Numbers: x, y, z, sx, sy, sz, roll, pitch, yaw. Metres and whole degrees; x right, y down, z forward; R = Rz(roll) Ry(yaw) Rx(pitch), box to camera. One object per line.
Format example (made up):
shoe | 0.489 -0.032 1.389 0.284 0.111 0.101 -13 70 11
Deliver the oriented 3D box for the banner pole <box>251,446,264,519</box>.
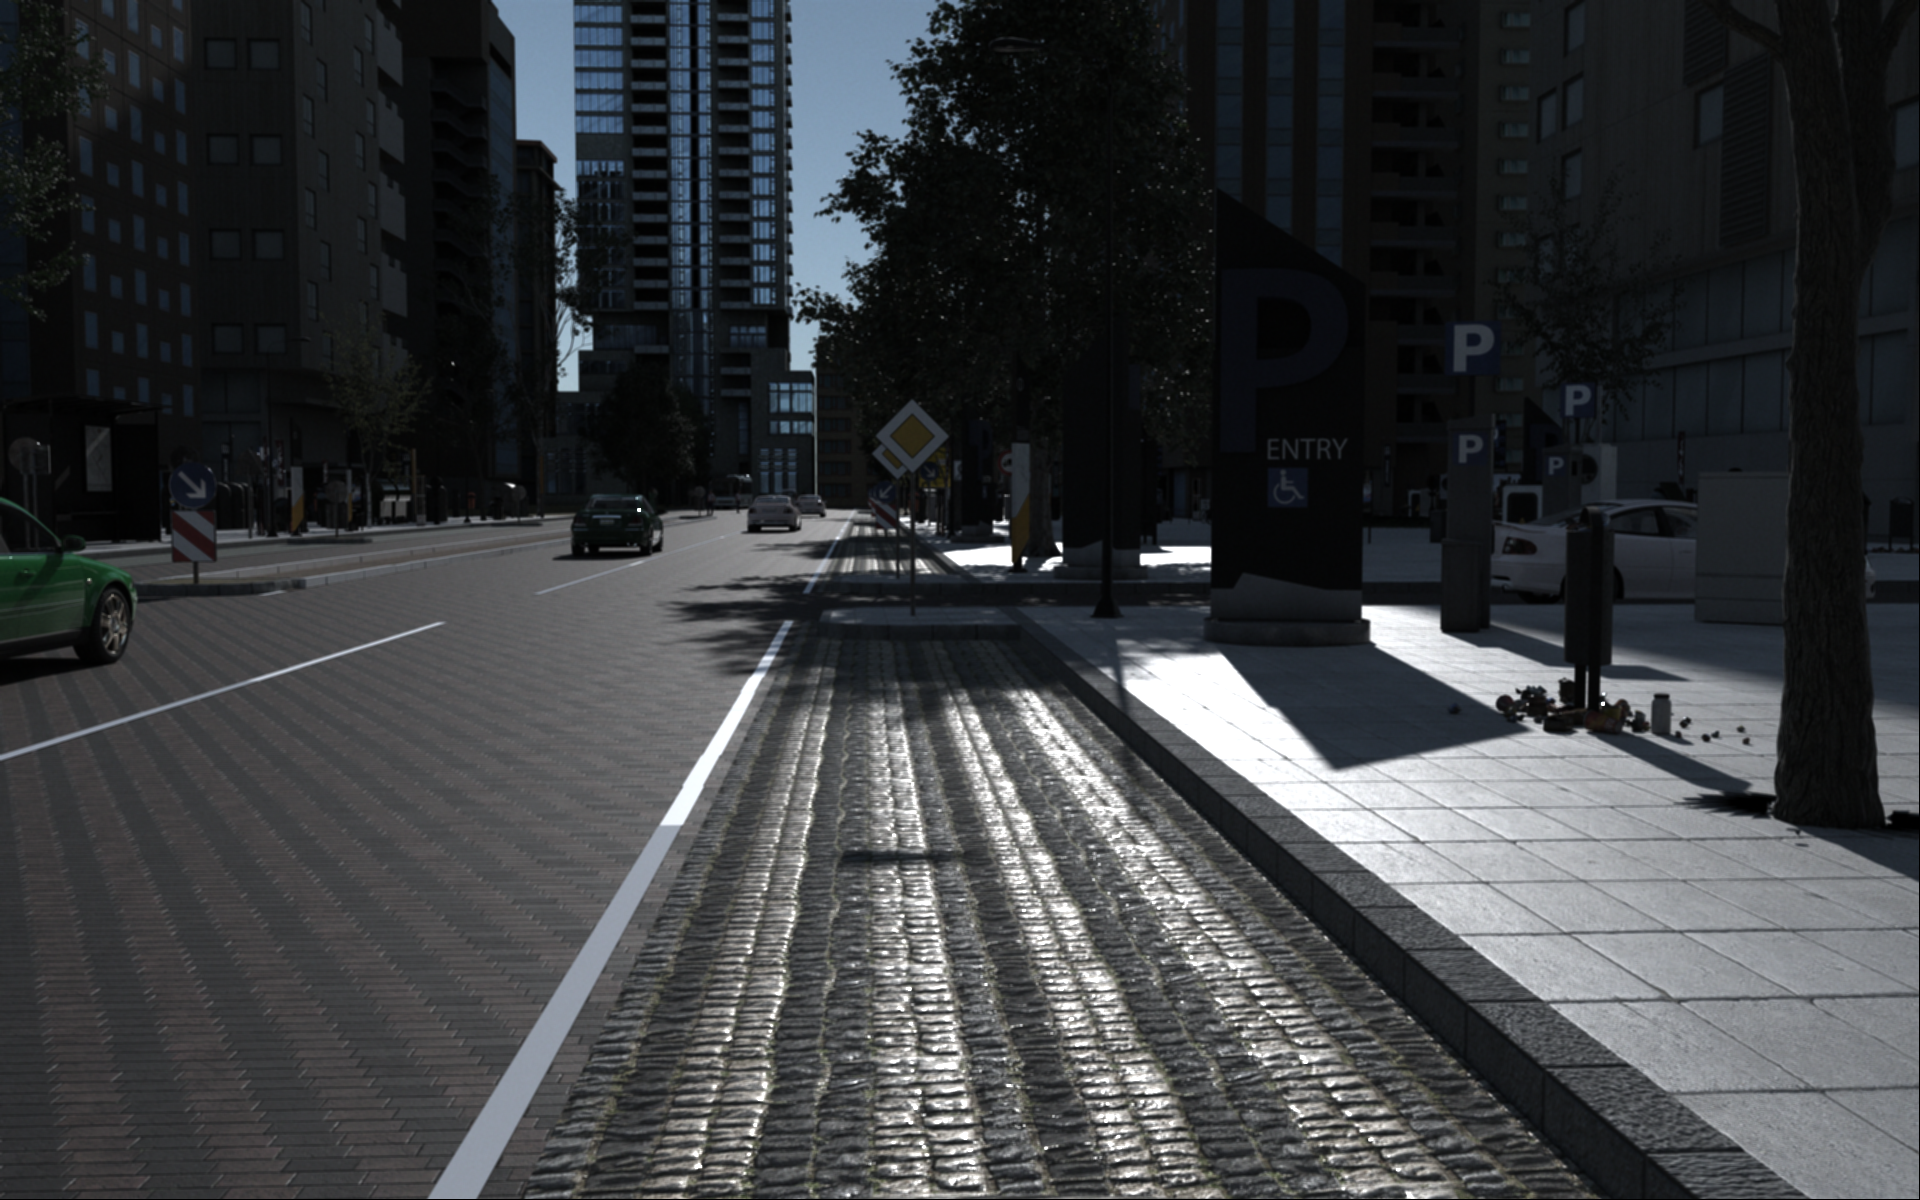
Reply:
banner pole | -36.693 -6.143 90.454 0.863 3.779 0.401 -1 4 -12

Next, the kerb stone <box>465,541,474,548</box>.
kerb stone | -13.195 -1.465 46.140 0.120 0.150 1.000 0 4 -3

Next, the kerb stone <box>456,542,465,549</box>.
kerb stone | -13.136 -1.402 45.120 0.120 0.150 1.000 0 4 -3

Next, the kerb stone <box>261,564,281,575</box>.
kerb stone | -12.344 -0.518 30.768 0.120 0.150 1.000 0 4 -3

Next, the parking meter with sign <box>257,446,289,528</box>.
parking meter with sign | -25.434 -4.144 64.012 0.543 3.016 1.738 -1 4 -8

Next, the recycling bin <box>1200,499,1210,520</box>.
recycling bin | 11.960 -4.472 85.678 0.722 1.027 0.722 1 4 11

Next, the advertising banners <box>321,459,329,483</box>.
advertising banners | -31.397 -5.557 87.050 0.090 3.025 2.074 1 4 18

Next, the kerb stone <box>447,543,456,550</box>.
kerb stone | -13.081 -1.339 44.095 0.120 0.150 1.000 0 4 -3

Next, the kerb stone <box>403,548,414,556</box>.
kerb stone | -12.854 -1.088 39.989 0.120 0.150 1.000 0 4 -3

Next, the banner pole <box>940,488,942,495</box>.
banner pole | -0.779 -5.737 83.822 0.401 3.779 0.863 -3 4 -38

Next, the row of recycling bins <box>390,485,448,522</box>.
row of recycling bins | -25.308 -4.512 80.883 3.534 1.692 1.069 2 4 31

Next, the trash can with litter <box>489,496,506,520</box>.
trash can with litter | -22.747 -4.521 85.311 0.624 1.170 1.055 0 4 3

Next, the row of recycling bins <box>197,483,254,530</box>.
row of recycling bins | -26.684 -3.404 62.776 1.069 1.692 3.534 0 4 5

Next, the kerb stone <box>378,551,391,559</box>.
kerb stone | -12.732 -0.963 37.948 0.120 0.150 1.000 0 4 -3

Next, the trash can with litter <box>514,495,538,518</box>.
trash can with litter | -23.948 -5.117 94.720 1.678 1.210 2.233 0 4 0

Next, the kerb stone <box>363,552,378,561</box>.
kerb stone | -12.669 -0.901 36.920 0.120 0.150 1.000 0 4 -3

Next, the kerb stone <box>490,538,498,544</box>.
kerb stone | -13.364 -1.649 49.208 0.120 0.150 1.000 0 4 -3

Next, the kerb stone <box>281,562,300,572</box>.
kerb stone | -12.393 -0.587 31.794 0.120 0.150 1.000 0 4 -3

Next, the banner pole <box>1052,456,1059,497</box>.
banner pole | 4.940 -6.135 90.329 0.401 3.779 0.863 2 4 33

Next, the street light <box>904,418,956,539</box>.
street light | -0.772 -4.711 49.564 1.470 5.913 1.316 0 4 -3

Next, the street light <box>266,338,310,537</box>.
street light | -19.973 -4.830 51.517 1.470 5.913 1.316 0 4 -3

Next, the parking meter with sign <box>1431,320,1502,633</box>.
parking meter with sign | 4.915 -1.253 16.750 0.543 3.016 1.738 1 4 18

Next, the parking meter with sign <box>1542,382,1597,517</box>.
parking meter with sign | 9.209 -1.853 26.563 0.543 3.016 1.738 3 4 36

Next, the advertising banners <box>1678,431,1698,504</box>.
advertising banners | 19.971 -3.130 47.370 0.090 3.025 2.074 0 4 4

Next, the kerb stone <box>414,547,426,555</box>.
kerb stone | -12.901 -1.150 41.016 0.120 0.150 1.000 0 4 -3

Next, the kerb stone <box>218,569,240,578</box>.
kerb stone | -12.228 -0.393 28.727 0.120 0.150 1.000 0 4 -3

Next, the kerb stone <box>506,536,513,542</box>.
kerb stone | -13.473 -1.776 51.250 0.120 0.150 1.000 0 4 -3

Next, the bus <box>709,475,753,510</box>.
bus | -21.485 -10.303 163.308 2.948 3.499 13.247 0 4 -1

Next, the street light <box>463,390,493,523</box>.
street light | -21.526 -6.415 77.421 1.470 5.913 1.316 0 4 -3

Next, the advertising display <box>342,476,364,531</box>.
advertising display | -21.184 -3.381 60.486 0.974 1.923 0.123 2 4 31

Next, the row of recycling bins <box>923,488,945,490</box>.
row of recycling bins | -0.955 -5.208 92.258 1.069 1.692 3.534 3 5 41

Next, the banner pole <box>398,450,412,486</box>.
banner pole | -28.775 -6.095 89.674 0.863 3.779 0.401 0 4 2

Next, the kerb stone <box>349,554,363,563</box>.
kerb stone | -12.624 -0.838 35.899 0.120 0.150 1.000 0 4 -3

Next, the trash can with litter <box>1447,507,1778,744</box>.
trash can with litter | 3.695 0.062 10.038 1.678 1.210 2.233 1 4 12

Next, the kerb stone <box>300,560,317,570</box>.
kerb stone | -12.449 -0.650 32.817 0.120 0.150 1.000 0 4 -3

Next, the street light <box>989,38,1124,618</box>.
street light | 0.992 -2.771 17.841 1.470 5.913 1.316 0 4 -3

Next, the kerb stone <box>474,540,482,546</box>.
kerb stone | -13.255 -1.527 47.164 0.120 0.150 1.000 0 4 -3

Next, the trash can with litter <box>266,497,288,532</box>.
trash can with litter | -23.022 -2.884 58.541 0.624 1.170 1.055 0 4 6

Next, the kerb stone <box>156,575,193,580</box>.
kerb stone | -12.111 -0.273 26.675 0.120 0.150 1.000 0 4 -3

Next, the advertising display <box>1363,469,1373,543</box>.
advertising display | 10.222 -2.433 45.001 0.974 1.923 0.123 0 4 8

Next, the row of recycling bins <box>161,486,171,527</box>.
row of recycling bins | -30.811 -3.638 66.600 3.534 1.692 1.069 -2 4 -30

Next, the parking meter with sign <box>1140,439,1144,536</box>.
parking meter with sign | 5.513 -3.507 53.604 0.543 3.016 1.738 1 4 9

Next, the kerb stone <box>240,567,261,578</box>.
kerb stone | -12.279 -0.462 29.747 0.120 0.150 1.000 0 4 -3

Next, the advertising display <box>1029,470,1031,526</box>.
advertising display | 1.886 -2.536 46.678 0.974 1.923 0.123 -3 4 -36

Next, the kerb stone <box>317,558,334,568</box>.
kerb stone | -12.505 -0.711 33.837 0.120 0.150 1.000 0 4 -3

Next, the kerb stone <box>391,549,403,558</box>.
kerb stone | -12.794 -1.026 38.968 0.120 0.150 1.000 0 4 -3

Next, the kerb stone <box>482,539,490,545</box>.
kerb stone | -13.310 -1.587 48.184 0.120 0.150 1.000 0 4 -3

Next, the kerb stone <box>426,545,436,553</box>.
kerb stone | -12.965 -1.213 42.041 0.120 0.150 1.000 0 4 -3

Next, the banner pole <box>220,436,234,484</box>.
banner pole | -31.260 -5.140 74.062 0.401 3.779 0.863 1 4 22

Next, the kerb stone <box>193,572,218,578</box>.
kerb stone | -12.164 -0.336 27.706 0.120 0.150 1.000 0 4 -3

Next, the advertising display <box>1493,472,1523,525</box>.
advertising display | 16.088 -2.808 51.120 0.974 1.923 0.123 2 4 28

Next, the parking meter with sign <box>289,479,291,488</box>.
parking meter with sign | -32.991 -5.436 85.144 1.738 3.016 0.543 1 4 16

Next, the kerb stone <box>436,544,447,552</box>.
kerb stone | -13.013 -1.277 43.075 0.120 0.150 1.000 0 4 -3

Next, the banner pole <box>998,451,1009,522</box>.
banner pole | 2.041 -5.505 80.028 0.401 3.779 0.863 3 5 43

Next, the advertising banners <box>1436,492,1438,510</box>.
advertising banners | 27.766 -6.548 103.246 2.074 3.025 0.090 -1 4 -20

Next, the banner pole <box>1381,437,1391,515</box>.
banner pole | 18.617 -5.251 75.871 0.401 3.779 0.863 -1 4 -20

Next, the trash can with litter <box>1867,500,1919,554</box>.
trash can with litter | 20.429 -1.655 38.120 1.678 1.210 2.233 -2 4 -26

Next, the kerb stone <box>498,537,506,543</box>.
kerb stone | -13.418 -1.715 50.229 0.120 0.150 1.000 0 4 -3

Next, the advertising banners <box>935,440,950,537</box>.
advertising banners | -0.526 -3.420 52.112 0.090 3.025 2.074 -1 4 -11

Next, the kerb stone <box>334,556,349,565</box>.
kerb stone | -12.562 -0.775 34.864 0.120 0.150 1.000 0 4 -3
